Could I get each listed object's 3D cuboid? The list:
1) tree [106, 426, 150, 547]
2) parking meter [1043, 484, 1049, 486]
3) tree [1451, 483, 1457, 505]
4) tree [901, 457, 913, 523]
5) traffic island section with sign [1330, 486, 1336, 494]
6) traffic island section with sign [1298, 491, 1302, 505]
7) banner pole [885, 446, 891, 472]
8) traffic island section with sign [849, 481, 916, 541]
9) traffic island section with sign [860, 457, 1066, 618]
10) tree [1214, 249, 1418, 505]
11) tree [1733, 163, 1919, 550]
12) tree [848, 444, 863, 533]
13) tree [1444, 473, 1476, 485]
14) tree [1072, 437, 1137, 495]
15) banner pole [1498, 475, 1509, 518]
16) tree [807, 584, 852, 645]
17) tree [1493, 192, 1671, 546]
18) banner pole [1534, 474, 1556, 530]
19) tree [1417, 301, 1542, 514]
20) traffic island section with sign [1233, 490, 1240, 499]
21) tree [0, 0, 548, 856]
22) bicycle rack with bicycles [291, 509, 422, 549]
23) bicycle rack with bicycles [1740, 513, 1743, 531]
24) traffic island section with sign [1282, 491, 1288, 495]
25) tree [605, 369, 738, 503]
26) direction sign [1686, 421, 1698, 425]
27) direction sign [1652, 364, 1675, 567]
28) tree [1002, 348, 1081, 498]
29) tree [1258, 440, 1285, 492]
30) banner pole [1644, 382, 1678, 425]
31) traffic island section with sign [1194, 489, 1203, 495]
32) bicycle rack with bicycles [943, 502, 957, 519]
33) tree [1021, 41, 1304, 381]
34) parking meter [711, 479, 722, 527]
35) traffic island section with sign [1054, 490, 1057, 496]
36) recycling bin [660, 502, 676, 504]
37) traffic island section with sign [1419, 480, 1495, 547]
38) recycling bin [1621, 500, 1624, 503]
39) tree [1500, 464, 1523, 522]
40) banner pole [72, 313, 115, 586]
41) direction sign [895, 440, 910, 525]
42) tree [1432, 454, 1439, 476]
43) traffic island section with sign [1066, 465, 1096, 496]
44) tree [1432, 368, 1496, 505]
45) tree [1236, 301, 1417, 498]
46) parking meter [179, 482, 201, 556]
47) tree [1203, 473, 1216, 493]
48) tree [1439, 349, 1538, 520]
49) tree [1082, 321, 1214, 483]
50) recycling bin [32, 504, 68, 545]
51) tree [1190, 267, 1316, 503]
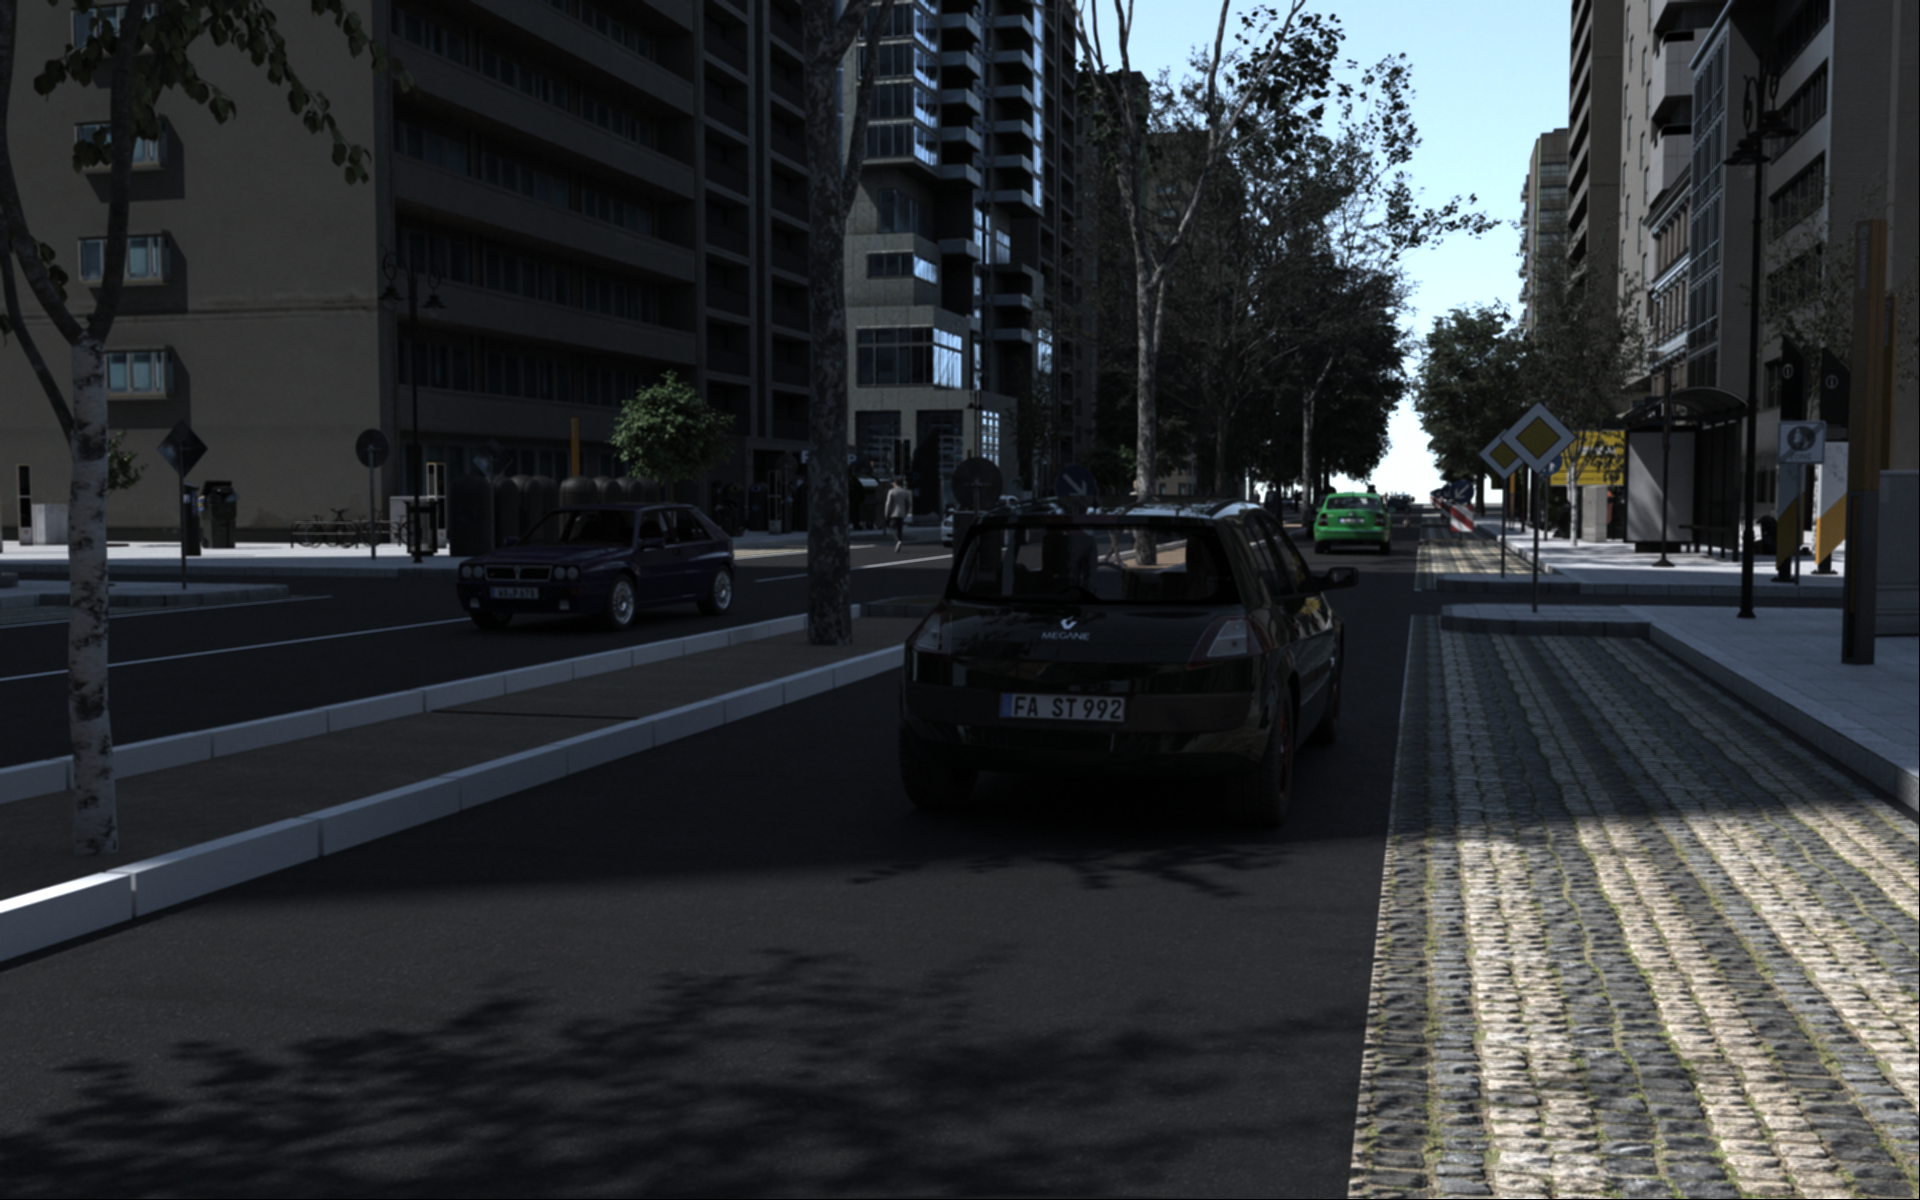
[{"bbox_3d":[-20.982,-2.917,42.292,1.663,3.219,1.824,0,3,0],"label":"tree"},{"bbox_3d":[4.887,-5.650,98.083,0.399,1.863,0.255,0,4,1],"label":"parking meter"},{"bbox_3d":[59.563,-13.127,209.228,1.663,3.219,1.824,0,3,0],"label":"tree"},{"bbox_3d":[-1.769,-4.995,76.265,1.663,3.219,1.824,0,3,0],"label":"tree"},{"bbox_3d":[21.449,-5.646,100.448,2.006,1.907,1.989,1,4,15],"label":"traffic island section with sign"},{"bbox_3d":[45.962,-13.748,233.413,1.989,1.847,2.006,1,4,15],"label":"traffic island section with sign"},{"bbox_3d":[-3.707,-6.062,89.134,0.401,3.779,0.863,-2,4,-28],"label":"banner pole"},{"bbox_3d":[-2.424,-2.721,53.113,1.989,1.847,2.006,1,4,15],"label":"traffic island section with sign"},{"bbox_3d":[0.048,-0.769,20.714,2.006,1.907,1.989,1,4,15],"label":"traffic island section with sign"},{"bbox_3d":[17.820,-10.802,85.721,9.857,13.997,8.962,0,3,0],"label":"tree"},{"bbox_3d":[19.863,-5.448,39.439,4.360,8.622,3.978,0,3,0],"label":"tree"},{"bbox_3d":[-3.977,-3.788,56.534,1.663,3.219,1.824,0,3,0],"label":"tree"},{"bbox_3d":[47.559,-11.072,164.733,4.285,4.588,4.351,0,3,0],"label":"tree"},{"bbox_3d":[8.145,-7.140,100.450,4.285,4.588,4.351,0,3,0],"label":"tree"},{"bbox_3d":[28.804,-6.215,91.631,0.863,3.779,0.401,-1,4,-15],"label":"banner pole"},{"bbox_3d":[-0.288,-9.565,14.742,12.611,20.169,13.585,0,3,0],"label":"tree"},{"bbox_3d":[15.027,-5.611,42.096,4.360,8.622,3.978,0,3,0],"label":"tree"},{"bbox_3d":[21.089,-4.428,62.414,0.863,3.779,0.401,-1,4,-8],"label":"banner pole"},{"bbox_3d":[34.240,-12.650,113.487,9.857,13.997,8.962,0,3,0],"label":"tree"},{"bbox_3d":[24.555,-8.872,153.681,1.989,1.847,2.006,1,4,15],"label":"traffic island section with sign"},{"bbox_3d":[-3.415,-3.305,6.864,4.737,8.622,4.395,0,3,0],"label":"tree"},{"bbox_3d":[-14.917,-1.746,41.928,2.925,0.926,2.852,1,4,16],"label":"bicycle rack with bicycles"},{"bbox_3d":[26.114,-2.898,60.759,2.852,0.926,2.925,-1,4,-20],"label":"bicycle rack with bicycles"},{"bbox_3d":[38.987,-12.156,207.372,1.989,1.847,2.006,1,4,15],"label":"traffic island section with sign"},{"bbox_3d":[-7.572,-3.749,45.016,4.285,4.588,4.351,0,3,0],"label":"tree"},{"bbox_3d":[22.140,-3.691,52.353,0.379,3.537,0.876,0,4,-3],"label":"direction sign"},{"bbox_3d":[12.440,-2.356,30.518,0.379,3.537,0.876,2,4,28],"label":"direction sign"},{"bbox_3d":[3.965,-8.402,87.738,4.737,8.622,4.395,0,3,0],"label":"tree"},{"bbox_3d":[37.946,-16.036,212.550,4.737,8.622,4.395,0,3,0],"label":"tree"},{"bbox_3d":[15.781,-2.993,38.945,0.863,3.779,0.401,2,4,29],"label":"banner pole"},{"bbox_3d":[17.565,-7.276,127.585,1.989,1.847,2.006,1,4,15],"label":"traffic island section with sign"},{"bbox_3d":[-1.173,-4.198,82.016,2.852,0.926,2.925,2,4,23],"label":"bicycle rack with bicycles"},{"bbox_3d":[6.983,-8.161,46.255,12.009,13.543,11.850,0,3,0],"label":"tree"},{"bbox_3d":[-9.614,-3.832,68.360,0.255,1.863,0.399,2,4,30],"label":"parking meter"},{"bbox_3d":[4.562,-4.313,79.150,1.989,1.847,2.006,1,4,15],"label":"traffic island section with sign"},{"bbox_3d":[-9.286,-2.519,53.742,0.722,1.027,0.722,1,4,18],"label":"recycling bin"},{"bbox_3d":[13.744,-2.402,47.897,1.989,1.847,2.006,1,4,15],"label":"traffic island section with sign"},{"bbox_3d":[30.288,-4.011,78.141,0.722,1.027,0.722,0,4,1],"label":"recycling bin"},{"bbox_3d":[25.740,-5.254,80.509,1.663,3.219,1.824,0,3,0],"label":"tree"},{"bbox_3d":[-12.002,-2.068,23.834,0.401,3.779,0.863,0,4,-4],"label":"banner pole"},{"bbox_3d":[-2.402,-4.908,72.242,0.876,3.537,0.379,3,5,42],"label":"direction sign"},{"bbox_3d":[42.479,-11.812,143.493,4.737,8.622,4.395,0,3,0],"label":"tree"},{"bbox_3d":[1.978,-1.207,27.867,2.006,1.907,1.989,1,4,15],"label":"traffic island section with sign"},{"bbox_3d":[45.886,-14.452,154.422,7.486,12.596,7.792,0,3,0],"label":"tree"},{"bbox_3d":[20.371,-10.799,96.021,9.611,12.733,9.660,0,3,0],"label":"tree"},{"bbox_3d":[-15.926,-1.677,35.832,0.372,1.533,0.369,0,3,0],"label":"parking meter"},{"bbox_3d":[22.853,-9.928,156.917,1.663,3.219,1.824,0,3,0],"label":"tree"},{"bbox_3d":[27.197,-8.349,86.875,4.737,8.622,4.395,0,3,0],"label":"tree"},{"bbox_3d":[13.061,-13.065,120.266,9.857,13.997,8.962,0,3,0],"label":"tree"},{"bbox_3d":[-23.237,-1.928,44.079,0.722,1.027,0.722,1,4,19],"label":"recycling bin"},{"bbox_3d":[9.223,-6.211,54.366,4.360,8.622,3.978,0,3,0],"label":"tree"}]
